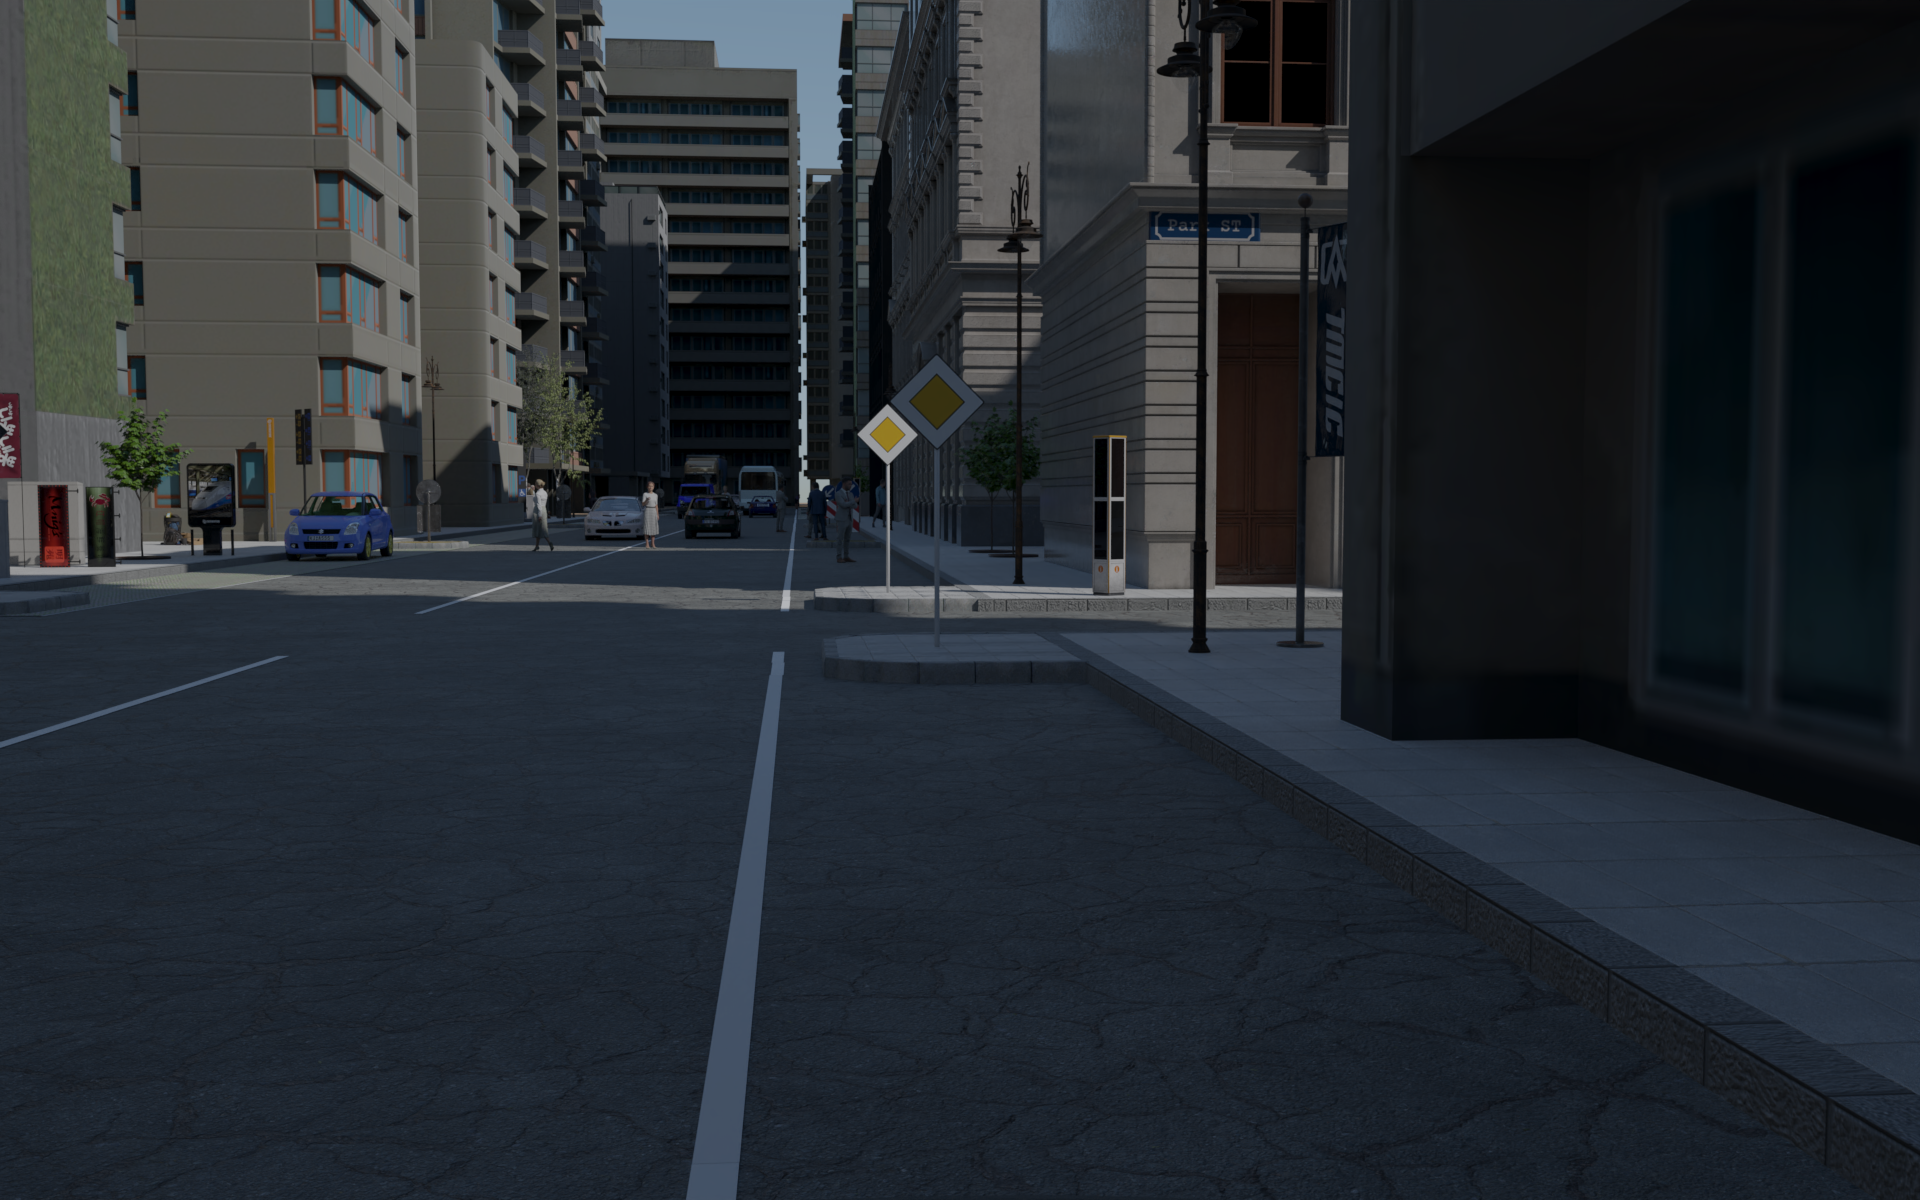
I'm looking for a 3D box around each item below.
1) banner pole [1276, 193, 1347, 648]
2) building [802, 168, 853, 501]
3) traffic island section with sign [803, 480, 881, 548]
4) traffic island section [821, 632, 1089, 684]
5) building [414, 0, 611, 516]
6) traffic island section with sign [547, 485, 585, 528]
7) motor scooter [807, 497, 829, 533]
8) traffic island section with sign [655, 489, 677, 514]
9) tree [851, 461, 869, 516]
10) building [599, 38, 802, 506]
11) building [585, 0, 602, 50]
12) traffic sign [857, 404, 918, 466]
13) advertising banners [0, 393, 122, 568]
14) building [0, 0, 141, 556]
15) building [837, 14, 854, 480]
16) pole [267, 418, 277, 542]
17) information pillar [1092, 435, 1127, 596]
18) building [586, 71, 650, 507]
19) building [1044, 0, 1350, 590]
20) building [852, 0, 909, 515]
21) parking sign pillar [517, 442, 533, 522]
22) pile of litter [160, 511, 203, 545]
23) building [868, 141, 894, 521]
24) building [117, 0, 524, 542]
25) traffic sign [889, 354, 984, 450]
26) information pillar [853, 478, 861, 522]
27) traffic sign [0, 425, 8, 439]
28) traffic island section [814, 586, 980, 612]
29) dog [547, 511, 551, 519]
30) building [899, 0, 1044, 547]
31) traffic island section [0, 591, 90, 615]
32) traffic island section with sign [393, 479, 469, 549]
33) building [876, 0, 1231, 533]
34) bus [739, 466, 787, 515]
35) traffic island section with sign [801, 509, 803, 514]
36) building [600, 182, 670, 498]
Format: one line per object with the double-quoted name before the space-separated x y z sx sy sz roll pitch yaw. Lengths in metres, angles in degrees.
"banner pole" 2.985 -1.486 14.309 0.401 3.779 0.863 -2 4 -30
"building" -5.865 -30.895 197.013 23.993 40.220 32.217 0 4 -5
"traffic island section with sign" -3.174 -2.346 46.979 1.989 1.847 2.006 0 4 -5
"traffic island section" -0.149 0.474 14.535 2.009 0.180 2.903 0 4 -5
"building" -34.242 -27.789 108.970 22.147 44.769 28.867 0 4 -5
"traffic island section with sign" -16.653 -3.925 72.808 1.989 1.847 2.006 0 4 -5
"motor scooter" -5.298 -3.169 64.591 0.815 1.314 1.986 0 4 -7
"traffic island section with sign" -21.422 -7.048 123.865 1.989 1.847 2.006 0 4 -5
"tree" -5.796 -6.434 99.794 1.663 3.219 1.824 0 3 0
"building" -28.238 -34.597 189.361 21.600 48.544 21.300 0 4 -5
"building" -49.781 -45.717 185.730 20.611 71.187 20.563 0 4 -5
"traffic sign" -0.914 -1.236 22.401 0.795 2.593 0.064 0 4 -5
"advertising banners" -15.760 -2.076 30.137 2.074 3.025 0.090 -1 4 -12
"building" -24.689 -21.191 30.075 14.154 41.232 14.086 0 4 -5
"building" -0.051 -30.873 159.401 22.147 44.769 28.867 0 4 -5
"pole" -18.454 -3.217 46.441 0.158 3.312 0.155 0 3 0
"information pillar" 1.887 -1.065 21.907 0.304 2.012 0.304 -3 5 -40
"building" -41.140 -27.100 134.963 32.217 40.220 23.993 0 4 -5
"building" 11.764 -11.758 28.398 21.152 22.565 11.583 0 4 -5
"building" 0.181 -26.084 110.064 14.154 41.232 14.086 0 4 -5
"parking sign pillar" -20.274 -5.538 79.016 1.447 3.967 1.447 -3 5 -40
"pile of litter" -19.710 -1.834 43.949 1.176 0.858 1.719 -1 4 -14
"building" 1.716 -15.938 90.263 12.332 23.373 15.834 0 4 -5
"building" -31.532 -13.123 59.605 27.650 21.520 28.899 0 4 -5
"traffic sign" -0.172 -0.750 14.451 0.795 2.593 0.064 0 4 -5
"information pillar" -4.658 -4.514 78.304 0.304 2.012 0.304 0 4 -7
"traffic sign" -12.161 -1.173 21.376 0.795 2.593 0.064 0 4 -5
"traffic island section" -0.891 -0.013 22.486 2.009 0.180 2.903 0 4 -5
"dog" -21.466 -4.424 90.071 0.550 0.427 0.748 2 4 35
"building" 3.937 -13.597 51.185 11.050 23.489 19.941 0 4 -5
"traffic island section" -12.184 0.051 21.441 2.009 0.180 2.903 0 4 -5
"traffic island section with sign" -14.148 -2.284 45.969 1.989 1.847 2.006 0 4 -5
"building" 2.776 -14.415 71.848 11.583 22.565 21.152 0 4 -5
"bus" -13.728 -7.695 120.670 2.948 3.499 13.247 0 4 -4
"traffic island section with sign" -5.714 -4.012 74.222 1.989 1.847 2.006 0 4 -5
"building" -34.848 -23.995 164.024 14.107 30.474 14.160 0 4 -5
